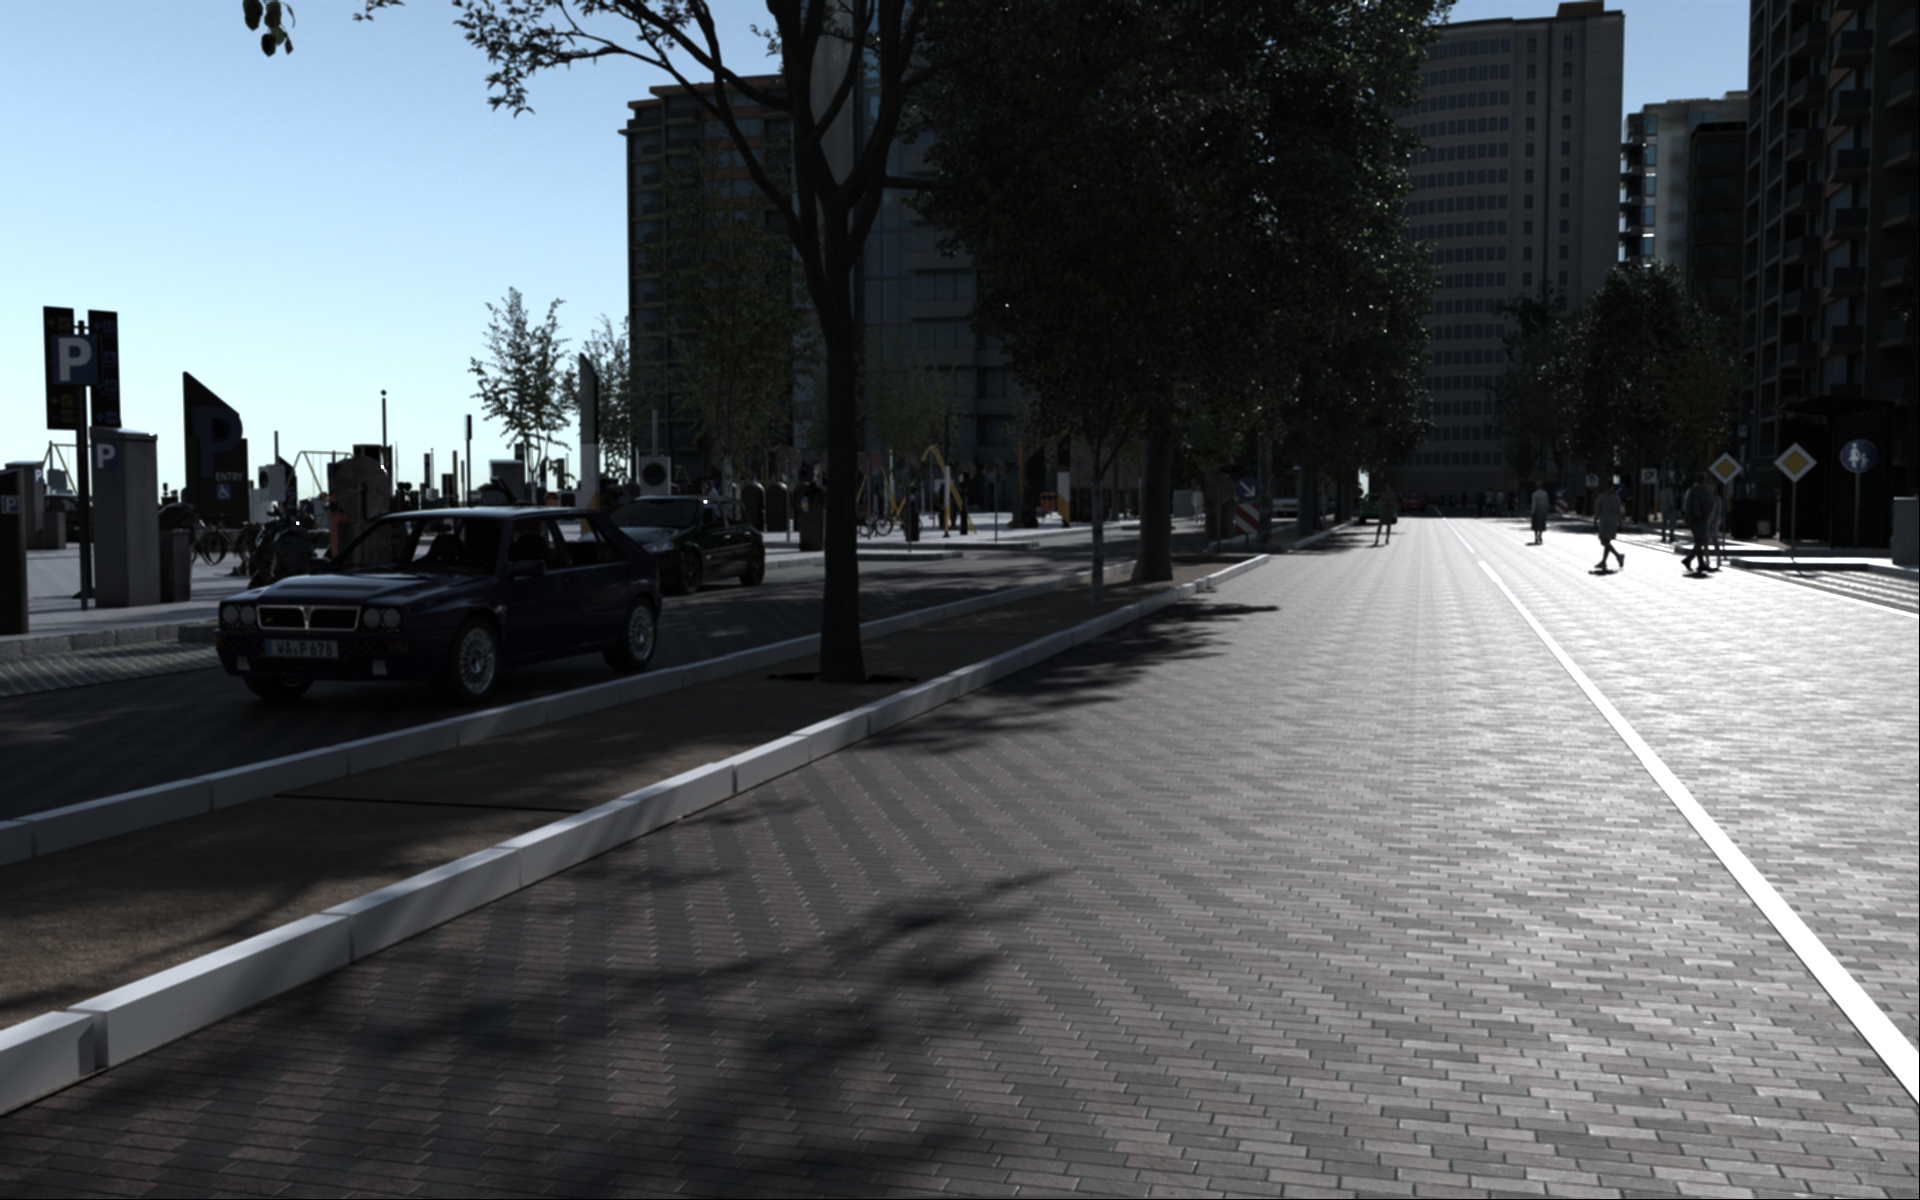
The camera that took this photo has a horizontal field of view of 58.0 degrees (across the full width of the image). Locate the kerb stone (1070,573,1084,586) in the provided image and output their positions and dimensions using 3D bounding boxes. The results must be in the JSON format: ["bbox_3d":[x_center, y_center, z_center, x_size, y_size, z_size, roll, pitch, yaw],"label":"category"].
[{"bbox_3d":[1.746,-0.301,27.117,0.120,0.150,1.000,1,4,15],"label":"kerb stone"}]

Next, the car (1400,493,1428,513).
[{"bbox_3d":[35.039,-7.624,133.687,2.155,1.783,4.494,1,4,15],"label":"car"}]

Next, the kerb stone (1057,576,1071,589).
[{"bbox_3d":[1.482,-0.239,26.120,0.120,0.150,1.000,1,4,15],"label":"kerb stone"}]

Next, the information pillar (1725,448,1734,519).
[{"bbox_3d":[39.283,-5.930,88.311,0.183,3.616,0.504,0,4,-2],"label":"information pillar"}]

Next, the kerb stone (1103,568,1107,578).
[{"bbox_3d":[2.275,-0.417,29.092,0.120,0.150,1.000,1,4,15],"label":"kerb stone"}]

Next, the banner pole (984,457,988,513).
[{"bbox_3d":[1.735,-7.693,115.796,0.401,3.779,0.863,1,4,21],"label":"banner pole"}]

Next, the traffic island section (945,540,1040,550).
[{"bbox_3d":[0.936,-1.445,45.910,2.009,0.180,2.903,1,4,15],"label":"traffic island section"}]

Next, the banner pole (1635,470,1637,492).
[{"bbox_3d":[37.436,-6.451,95.498,0.863,3.779,0.401,-2,4,-33],"label":"banner pole"}]

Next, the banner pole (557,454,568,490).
[{"bbox_3d":[-24.554,-7.174,107.306,0.863,3.779,0.401,-1,4,-14],"label":"banner pole"}]

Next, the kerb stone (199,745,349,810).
[{"bbox_3d":[-3.290,0.853,8.294,0.120,0.150,1.000,1,4,15],"label":"kerb stone"}]

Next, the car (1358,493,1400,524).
[{"bbox_3d":[20.371,-4.618,84.295,1.959,1.807,4.718,1,4,15],"label":"car"}]

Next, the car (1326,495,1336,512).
[{"bbox_3d":[29.082,-7.471,134.729,1.945,1.354,3.894,1,4,16],"label":"car"}]

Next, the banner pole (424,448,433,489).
[{"bbox_3d":[-28.899,-6.384,94.390,0.401,3.779,0.863,2,4,24],"label":"banner pole"}]

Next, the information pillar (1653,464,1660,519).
[{"bbox_3d":[35.741,-5.960,88.796,0.183,3.616,0.504,3,4,36],"label":"information pillar"}]

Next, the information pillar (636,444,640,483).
[{"bbox_3d":[-15.158,-5.523,81.648,0.183,3.616,0.504,-1,4,-22],"label":"information pillar"}]

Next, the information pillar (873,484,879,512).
[{"bbox_3d":[-6.007,-7.308,123.971,0.304,2.012,0.304,-3,5,-43],"label":"information pillar"}]

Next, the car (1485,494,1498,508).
[{"bbox_3d":[52.266,-9.757,169.314,2.009,1.686,4.222,1,4,17],"label":"car"}]

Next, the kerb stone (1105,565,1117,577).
[{"bbox_3d":[2.541,-0.482,30.078,0.120,0.150,1.000,1,4,15],"label":"kerb stone"}]

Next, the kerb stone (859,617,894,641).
[{"bbox_3d":[-0.890,0.305,17.205,0.120,0.150,1.000,1,4,15],"label":"kerb stone"}]

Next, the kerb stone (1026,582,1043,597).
[{"bbox_3d":[0.951,-0.119,24.136,0.120,0.150,1.000,1,4,15],"label":"kerb stone"}]

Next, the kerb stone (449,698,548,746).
[{"bbox_3d":[-2.756,0.729,10.275,0.120,0.150,1.000,1,4,15],"label":"kerb stone"}]

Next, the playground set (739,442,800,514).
[{"bbox_3d":[-10.247,-6.747,97.095,5.637,4.214,5.302,2,4,26],"label":"playground set"}]

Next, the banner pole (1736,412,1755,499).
[{"bbox_3d":[23.882,-3.832,52.663,0.863,3.779,0.401,-2,4,-26],"label":"banner pole"}]

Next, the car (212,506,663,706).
[{"bbox_3d":[-3.763,-0.032,13.111,1.945,1.354,3.894,1,4,16],"label":"car"}]

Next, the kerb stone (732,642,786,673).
[{"bbox_3d":[-1.691,0.486,14.242,0.120,0.150,1.000,1,4,15],"label":"kerb stone"}]

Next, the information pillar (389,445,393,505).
[{"bbox_3d":[-26.918,-5.539,81.923,0.183,3.616,0.504,0,4,-6],"label":"information pillar"}]

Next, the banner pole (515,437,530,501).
[{"bbox_3d":[-19.000,-5.225,75.440,0.863,3.779,0.401,0,4,7],"label":"banner pole"}]

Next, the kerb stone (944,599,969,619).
[{"bbox_3d":[-0.104,0.124,20.174,0.120,0.150,1.000,1,4,15],"label":"kerb stone"}]

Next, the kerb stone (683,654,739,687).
[{"bbox_3d":[-1.957,0.554,13.248,0.120,0.150,1.000,1,4,15],"label":"kerb stone"}]

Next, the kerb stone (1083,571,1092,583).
[{"bbox_3d":[2.007,-0.361,28.105,0.120,0.150,1.000,1,4,15],"label":"kerb stone"}]

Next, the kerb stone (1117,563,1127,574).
[{"bbox_3d":[2.812,-0.543,31.080,0.120,0.150,1.000,1,4,15],"label":"kerb stone"}]

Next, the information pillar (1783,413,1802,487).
[{"bbox_3d":[23.310,-3.498,48.549,0.504,3.616,0.183,1,4,19],"label":"information pillar"}]

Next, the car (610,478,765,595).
[{"bbox_3d":[-4.292,-0.977,25.764,2.009,1.686,4.222,1,4,15],"label":"car"}]

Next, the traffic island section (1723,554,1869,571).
[{"bbox_3d":[16.156,-0.691,33.582,2.009,0.180,2.903,1,4,15],"label":"traffic island section"}]

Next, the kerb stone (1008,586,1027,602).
[{"bbox_3d":[0.687,-0.058,23.143,0.120,0.150,1.000,1,4,15],"label":"kerb stone"}]

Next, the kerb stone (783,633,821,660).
[{"bbox_3d":[-1.436,0.426,15.231,0.120,0.150,1.000,1,4,15],"label":"kerb stone"}]

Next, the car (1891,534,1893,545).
[{"bbox_3d":[22.087,-1.672,36.132,4.718,1.807,1.959,1,4,13],"label":"car"}]

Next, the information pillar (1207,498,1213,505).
[{"bbox_3d":[16.192,-6.584,112.147,0.304,2.012,0.304,2,4,28],"label":"information pillar"}]

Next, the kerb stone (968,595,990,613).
[{"bbox_3d":[0.160,0.063,21.162,0.120,0.150,1.000,1,4,15],"label":"kerb stone"}]

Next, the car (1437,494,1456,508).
[{"bbox_3d":[51.829,-10.683,184.452,2.009,1.686,4.222,1,4,15],"label":"car"}]

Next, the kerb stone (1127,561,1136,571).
[{"bbox_3d":[3.074,-0.603,32.069,0.120,0.150,1.000,1,4,15],"label":"kerb stone"}]

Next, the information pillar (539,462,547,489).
[{"bbox_3d":[-27.504,-7.521,114.319,0.504,3.616,0.183,-3,5,-40],"label":"information pillar"}]

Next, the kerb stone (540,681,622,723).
[{"bbox_3d":[-2.491,0.669,11.262,0.120,0.150,1.000,1,4,15],"label":"kerb stone"}]

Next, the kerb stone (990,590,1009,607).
[{"bbox_3d":[0.422,0.009,22.151,0.120,0.150,1.000,1,4,15],"label":"kerb stone"}]

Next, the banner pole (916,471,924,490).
[{"bbox_3d":[-2.875,-8.045,121.558,0.863,3.779,0.401,-2,4,-28],"label":"banner pole"}]

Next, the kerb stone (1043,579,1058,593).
[{"bbox_3d":[1.217,-0.179,25.126,0.120,0.150,1.000,1,4,15],"label":"kerb stone"}]

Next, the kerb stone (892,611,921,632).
[{"bbox_3d":[-0.636,0.250,18.201,0.120,0.150,1.000,1,4,15],"label":"kerb stone"}]

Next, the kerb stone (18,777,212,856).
[{"bbox_3d":[-3.555,0.911,7.302,0.120,0.150,1.000,1,4,15],"label":"kerb stone"}]

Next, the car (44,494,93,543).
[{"bbox_3d":[-23.936,-2.285,47.147,4.222,1.686,2.009,1,4,15],"label":"car"}]

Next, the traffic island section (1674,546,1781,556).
[{"bbox_3d":[18.220,-1.163,41.297,2.009,0.180,2.903,1,4,15],"label":"traffic island section"}]

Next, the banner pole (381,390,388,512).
[{"bbox_3d":[-13.908,-3.176,41.941,0.401,3.779,0.863,-1,4,-16],"label":"banner pole"}]

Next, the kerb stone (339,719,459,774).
[{"bbox_3d":[-3.020,0.792,9.280,0.120,0.150,1.000,1,4,15],"label":"kerb stone"}]

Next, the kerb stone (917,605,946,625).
[{"bbox_3d":[-0.378,0.184,19.190,0.120,0.150,1.000,1,4,15],"label":"kerb stone"}]

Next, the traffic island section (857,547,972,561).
[{"bbox_3d":[-1.128,-0.973,38.195,2.009,0.180,2.903,1,4,15],"label":"traffic island section"}]

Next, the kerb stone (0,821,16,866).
[{"bbox_3d":[-3.821,0.972,6.307,0.120,0.150,1.000,1,4,15],"label":"kerb stone"}]

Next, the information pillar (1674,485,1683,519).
[{"bbox_3d":[36.552,-5.117,88.160,0.304,2.012,0.304,0,4,-1],"label":"information pillar"}]

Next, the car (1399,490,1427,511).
[{"bbox_3d":[38.716,-8.521,147.991,2.281,1.827,5.304,1,4,13],"label":"car"}]

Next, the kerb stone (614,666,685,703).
[{"bbox_3d":[-2.229,0.608,12.258,0.120,0.150,1.000,1,4,15],"label":"kerb stone"}]

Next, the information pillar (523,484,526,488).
[{"bbox_3d":[-32.707,-7.691,130.234,0.304,2.012,0.304,3,4,36],"label":"information pillar"}]
